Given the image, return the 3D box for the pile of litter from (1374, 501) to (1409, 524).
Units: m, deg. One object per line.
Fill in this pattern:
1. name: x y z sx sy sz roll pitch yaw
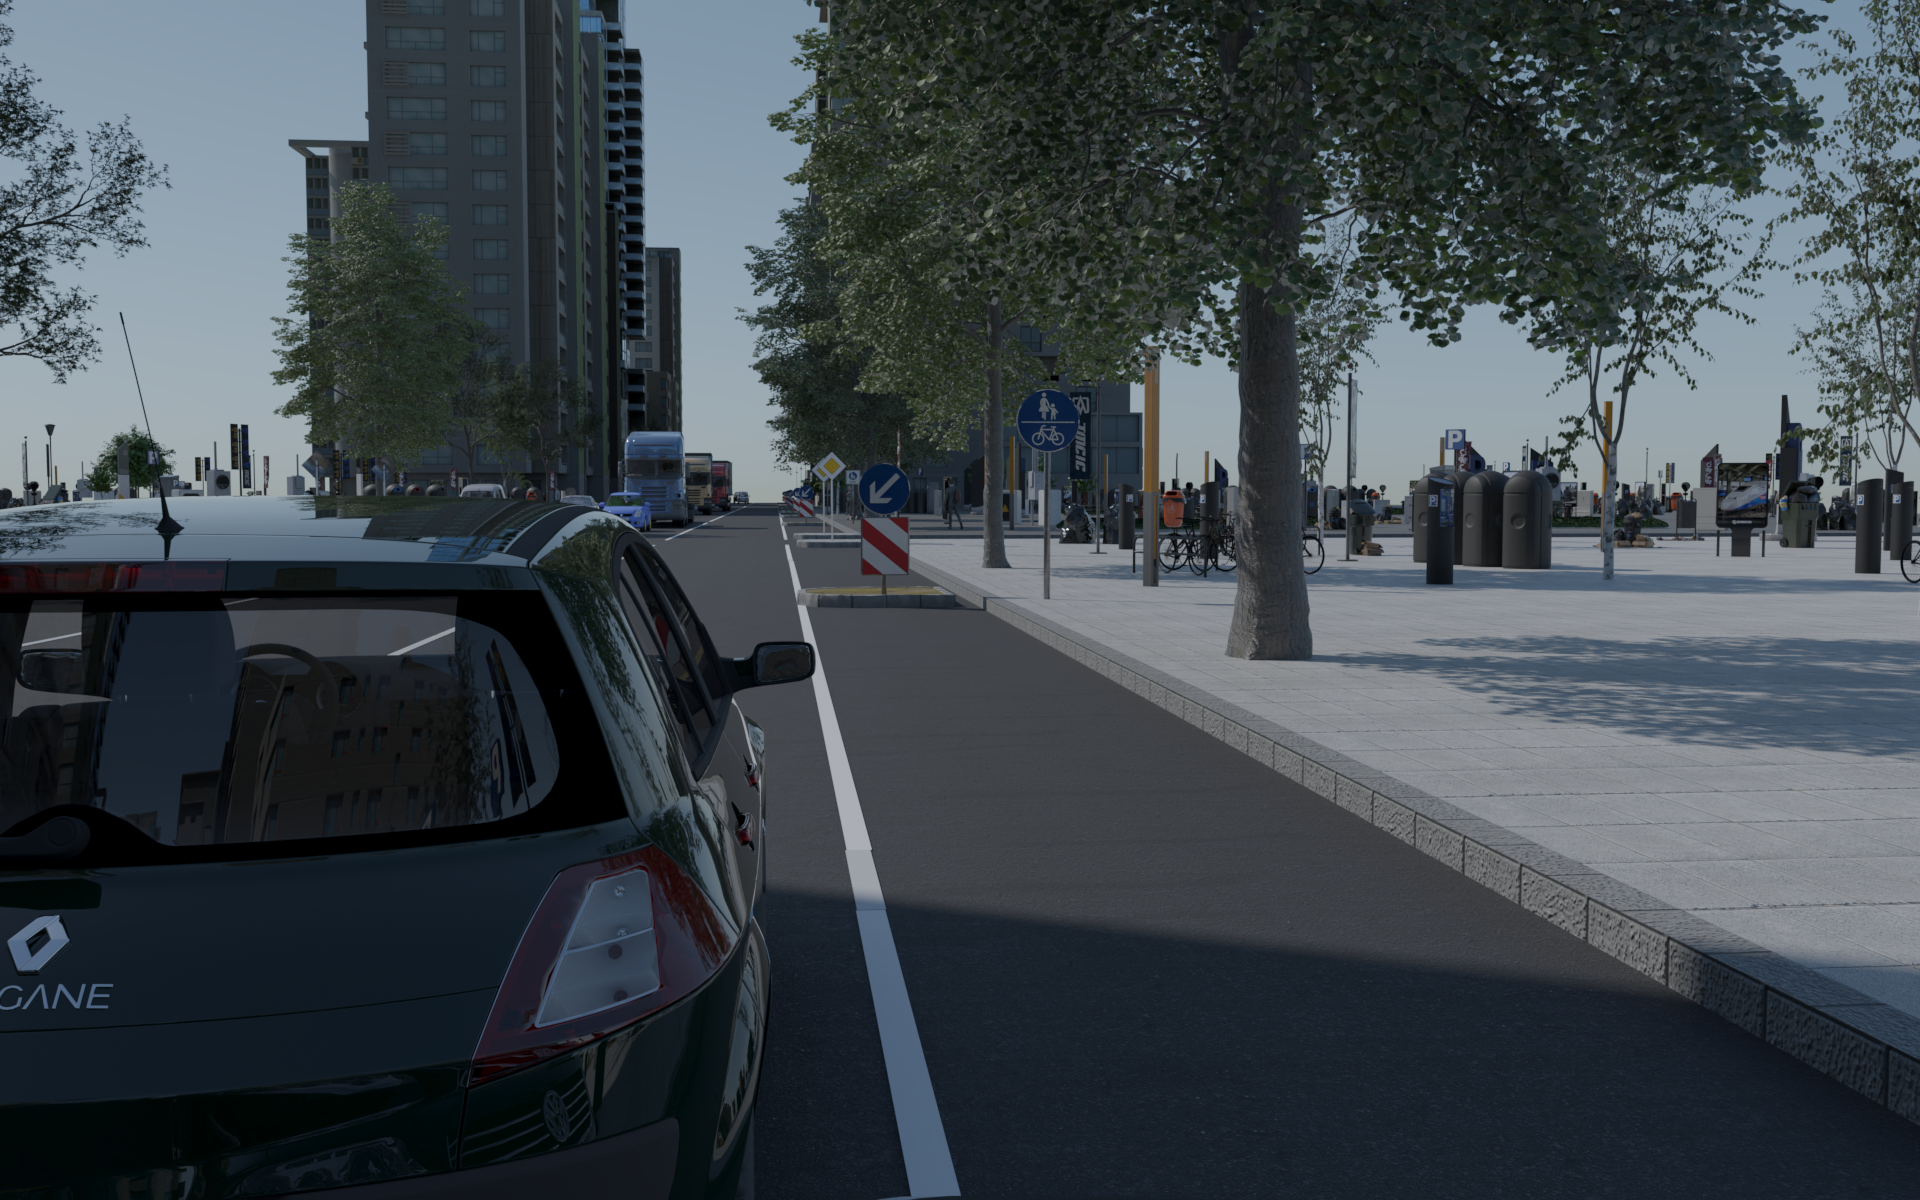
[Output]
1. pile of litter: 18.439 -3.689 74.275 1.719 0.858 1.176 1 4 12

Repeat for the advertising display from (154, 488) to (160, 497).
1. advertising display: -56.960 -7.223 123.306 0.974 1.923 0.123 0 4 8

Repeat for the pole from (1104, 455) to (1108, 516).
1. pole: 7.532 -5.849 89.472 0.158 3.312 0.155 0 3 0

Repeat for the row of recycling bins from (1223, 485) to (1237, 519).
1. row of recycling bins: 13.325 -4.415 79.296 1.069 1.692 3.534 -2 4 -30

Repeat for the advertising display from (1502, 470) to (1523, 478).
1. advertising display: 15.108 -2.555 46.985 0.123 1.923 0.974 -2 4 -32

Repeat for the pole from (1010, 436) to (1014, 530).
1. pole: 1.844 -4.130 61.370 0.158 3.312 0.155 0 3 0

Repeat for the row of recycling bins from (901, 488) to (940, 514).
1. row of recycling bins: -2.608 -6.590 114.861 1.069 1.692 3.534 -3 5 -45

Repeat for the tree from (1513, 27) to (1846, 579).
1. tree: 9.952 -4.624 25.957 4.360 8.622 3.978 0 3 0

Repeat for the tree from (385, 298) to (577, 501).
1. tree: -23.641 -9.098 83.166 7.601 10.594 8.767 0 4 5

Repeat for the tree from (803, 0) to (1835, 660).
1. tree: 2.508 -6.514 13.158 9.857 13.997 8.962 0 3 0

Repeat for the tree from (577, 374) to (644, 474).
1. tree: -26.294 -10.815 111.231 8.767 10.594 7.601 1 4 20

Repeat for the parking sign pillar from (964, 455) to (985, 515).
1. parking sign pillar: 1.381 -7.247 106.963 1.447 3.967 1.447 2 4 25

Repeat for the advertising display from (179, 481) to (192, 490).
1. advertising display: -42.903 -5.527 95.586 0.974 1.923 0.123 -2 4 -26

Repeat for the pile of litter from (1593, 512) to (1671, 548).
1. pile of litter: 16.133 -1.689 41.580 1.176 0.858 1.719 -3 5 -41

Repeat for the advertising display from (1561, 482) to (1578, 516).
1. advertising display: 32.340 -5.314 92.092 0.974 1.923 0.123 3 5 40

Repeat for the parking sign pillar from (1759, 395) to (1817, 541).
1. parking sign pillar: 22.787 -3.613 47.542 1.447 3.967 1.447 2 4 30

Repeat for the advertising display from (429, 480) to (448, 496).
1. advertising display: -23.459 -4.449 77.948 0.974 1.923 0.123 2 4 28

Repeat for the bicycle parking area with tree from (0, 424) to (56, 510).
1. bicycle parking area with tree: -37.079 -4.979 68.406 9.016 4.147 8.231 1 4 13

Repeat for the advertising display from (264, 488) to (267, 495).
1. advertising display: -44.443 -6.459 110.814 0.123 1.923 0.974 -1 4 -18

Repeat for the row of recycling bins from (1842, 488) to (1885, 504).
1. row of recycling bins: 58.993 -6.416 112.021 3.534 1.692 1.069 2 4 30

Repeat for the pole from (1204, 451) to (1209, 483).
1. pole: 11.676 -5.391 81.985 0.158 3.312 0.155 0 3 0

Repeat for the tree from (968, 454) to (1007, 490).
1. tree: 2.308 -8.735 126.536 4.285 4.588 4.351 0 3 0

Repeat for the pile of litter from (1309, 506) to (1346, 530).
1. pile of litter: 13.257 -2.954 62.265 1.719 0.858 1.176 -1 4 -20

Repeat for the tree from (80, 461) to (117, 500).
1. tree: -41.931 -5.502 84.563 1.663 3.219 1.824 0 3 0

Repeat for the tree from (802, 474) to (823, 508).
1. tree: -13.248 -10.030 158.588 1.663 3.219 1.824 0 3 0

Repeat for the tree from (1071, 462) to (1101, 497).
1. tree: 5.861 -5.528 84.982 1.663 3.219 1.824 0 3 0

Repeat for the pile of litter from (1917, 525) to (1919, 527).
1. pile of litter: 35.780 -3.036 63.603 1.719 0.858 1.176 -3 4 -36

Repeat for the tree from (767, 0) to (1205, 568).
1. tree: 0.614 -6.801 29.315 7.486 12.596 7.792 0 3 0

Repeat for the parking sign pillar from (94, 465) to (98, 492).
1. parking sign pillar: -57.049 -7.746 115.124 1.447 3.967 1.447 0 4 3

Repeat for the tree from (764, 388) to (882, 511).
1. tree: -9.611 -13.518 131.382 12.009 13.543 11.850 0 3 0

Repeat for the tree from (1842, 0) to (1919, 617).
1. tree: 10.247 -4.140 18.051 4.360 8.622 3.978 0 3 0

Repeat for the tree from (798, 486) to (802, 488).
1. tree: -19.180 -13.403 213.740 1.663 3.219 1.824 0 3 0

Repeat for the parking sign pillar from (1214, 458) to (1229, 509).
1. parking sign pillar: 19.837 -8.742 131.406 1.447 3.967 1.447 3 5 44

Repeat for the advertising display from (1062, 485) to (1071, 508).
1. advertising display: 7.912 -7.472 127.374 0.974 1.923 0.123 -3 5 -39

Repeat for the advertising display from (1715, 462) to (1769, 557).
1. advertising display: 15.972 -1.845 35.379 0.974 1.923 0.123 1 4 20

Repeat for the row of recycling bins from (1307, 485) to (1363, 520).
1. row of recycling bins: 16.799 -4.508 80.819 3.534 1.692 1.069 0 4 4

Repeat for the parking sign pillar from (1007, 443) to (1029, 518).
1. parking sign pillar: 2.988 -6.366 92.561 1.447 3.967 1.447 -2 4 -29

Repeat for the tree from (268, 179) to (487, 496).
1. tree: -21.349 -8.888 63.449 7.486 12.596 7.792 0 3 0

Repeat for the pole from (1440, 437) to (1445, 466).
1. pole: 17.286 -4.176 62.117 0.158 3.312 0.155 0 3 0

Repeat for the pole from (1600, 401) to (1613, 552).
1. pole: 14.218 -2.705 38.072 0.158 3.312 0.155 0 3 0

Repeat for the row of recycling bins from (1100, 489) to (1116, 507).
1. row of recycling bins: 11.340 -7.587 131.154 3.534 1.692 1.069 3 4 37

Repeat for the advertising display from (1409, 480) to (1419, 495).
1. advertising display: 21.244 -4.617 80.709 0.123 1.923 0.974 -1 4 -17

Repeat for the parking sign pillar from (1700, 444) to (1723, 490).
1. parking sign pillar: 40.577 -6.427 93.561 1.447 3.967 1.447 -1 4 -13

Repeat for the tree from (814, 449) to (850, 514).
1. tree: -7.703 -9.727 109.400 4.737 8.622 4.395 0 3 0

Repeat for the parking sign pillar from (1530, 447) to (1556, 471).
1. parking sign pillar: 33.536 -6.811 99.829 1.447 3.967 1.447 1 4 9

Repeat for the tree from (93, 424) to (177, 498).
1. tree: -37.750 -5.837 79.145 4.285 4.588 4.351 0 3 0

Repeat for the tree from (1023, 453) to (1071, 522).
1. tree: 3.853 -5.196 79.552 1.663 3.219 1.824 0 3 0

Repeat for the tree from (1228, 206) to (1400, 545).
1. tree: 8.900 -5.706 43.653 4.360 8.622 3.978 0 3 0

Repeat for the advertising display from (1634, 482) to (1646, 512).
1. advertising display: 35.130 -5.151 89.431 0.123 1.923 0.974 0 4 -6

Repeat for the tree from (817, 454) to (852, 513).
1. tree: -8.293 -8.168 117.268 4.285 4.588 4.351 0 3 0

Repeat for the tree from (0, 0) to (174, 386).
1. tree: -17.792 -5.766 28.682 7.601 10.594 8.767 1 4 13

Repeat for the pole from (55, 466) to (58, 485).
1. pole: -64.796 -7.974 124.220 0.158 3.312 0.155 0 3 0

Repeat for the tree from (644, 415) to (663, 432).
1. tree: -36.826 -16.508 204.325 7.601 10.594 8.767 -1 4 -15

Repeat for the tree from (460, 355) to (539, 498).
1. tree: -23.993 -8.601 90.982 4.737 8.622 4.395 0 3 0

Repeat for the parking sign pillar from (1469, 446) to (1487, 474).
1. parking sign pillar: 25.656 -5.986 86.335 1.447 3.967 1.447 -2 4 -30

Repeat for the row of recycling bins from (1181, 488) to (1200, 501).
1. row of recycling bins: 16.420 -6.826 118.712 3.534 1.692 1.069 -3 4 -37

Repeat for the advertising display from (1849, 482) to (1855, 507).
1. advertising display: 47.196 -5.279 91.531 0.123 1.923 0.974 1 4 13

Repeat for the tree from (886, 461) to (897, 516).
1. tree: -3.652 -9.122 99.502 4.360 8.622 3.978 0 3 0

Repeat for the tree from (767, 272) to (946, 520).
1. tree: -5.062 -10.337 86.021 9.611 12.733 9.660 0 3 0

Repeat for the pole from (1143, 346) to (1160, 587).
1. pole: 2.650 -1.842 23.958 0.158 3.312 0.155 0 3 0
